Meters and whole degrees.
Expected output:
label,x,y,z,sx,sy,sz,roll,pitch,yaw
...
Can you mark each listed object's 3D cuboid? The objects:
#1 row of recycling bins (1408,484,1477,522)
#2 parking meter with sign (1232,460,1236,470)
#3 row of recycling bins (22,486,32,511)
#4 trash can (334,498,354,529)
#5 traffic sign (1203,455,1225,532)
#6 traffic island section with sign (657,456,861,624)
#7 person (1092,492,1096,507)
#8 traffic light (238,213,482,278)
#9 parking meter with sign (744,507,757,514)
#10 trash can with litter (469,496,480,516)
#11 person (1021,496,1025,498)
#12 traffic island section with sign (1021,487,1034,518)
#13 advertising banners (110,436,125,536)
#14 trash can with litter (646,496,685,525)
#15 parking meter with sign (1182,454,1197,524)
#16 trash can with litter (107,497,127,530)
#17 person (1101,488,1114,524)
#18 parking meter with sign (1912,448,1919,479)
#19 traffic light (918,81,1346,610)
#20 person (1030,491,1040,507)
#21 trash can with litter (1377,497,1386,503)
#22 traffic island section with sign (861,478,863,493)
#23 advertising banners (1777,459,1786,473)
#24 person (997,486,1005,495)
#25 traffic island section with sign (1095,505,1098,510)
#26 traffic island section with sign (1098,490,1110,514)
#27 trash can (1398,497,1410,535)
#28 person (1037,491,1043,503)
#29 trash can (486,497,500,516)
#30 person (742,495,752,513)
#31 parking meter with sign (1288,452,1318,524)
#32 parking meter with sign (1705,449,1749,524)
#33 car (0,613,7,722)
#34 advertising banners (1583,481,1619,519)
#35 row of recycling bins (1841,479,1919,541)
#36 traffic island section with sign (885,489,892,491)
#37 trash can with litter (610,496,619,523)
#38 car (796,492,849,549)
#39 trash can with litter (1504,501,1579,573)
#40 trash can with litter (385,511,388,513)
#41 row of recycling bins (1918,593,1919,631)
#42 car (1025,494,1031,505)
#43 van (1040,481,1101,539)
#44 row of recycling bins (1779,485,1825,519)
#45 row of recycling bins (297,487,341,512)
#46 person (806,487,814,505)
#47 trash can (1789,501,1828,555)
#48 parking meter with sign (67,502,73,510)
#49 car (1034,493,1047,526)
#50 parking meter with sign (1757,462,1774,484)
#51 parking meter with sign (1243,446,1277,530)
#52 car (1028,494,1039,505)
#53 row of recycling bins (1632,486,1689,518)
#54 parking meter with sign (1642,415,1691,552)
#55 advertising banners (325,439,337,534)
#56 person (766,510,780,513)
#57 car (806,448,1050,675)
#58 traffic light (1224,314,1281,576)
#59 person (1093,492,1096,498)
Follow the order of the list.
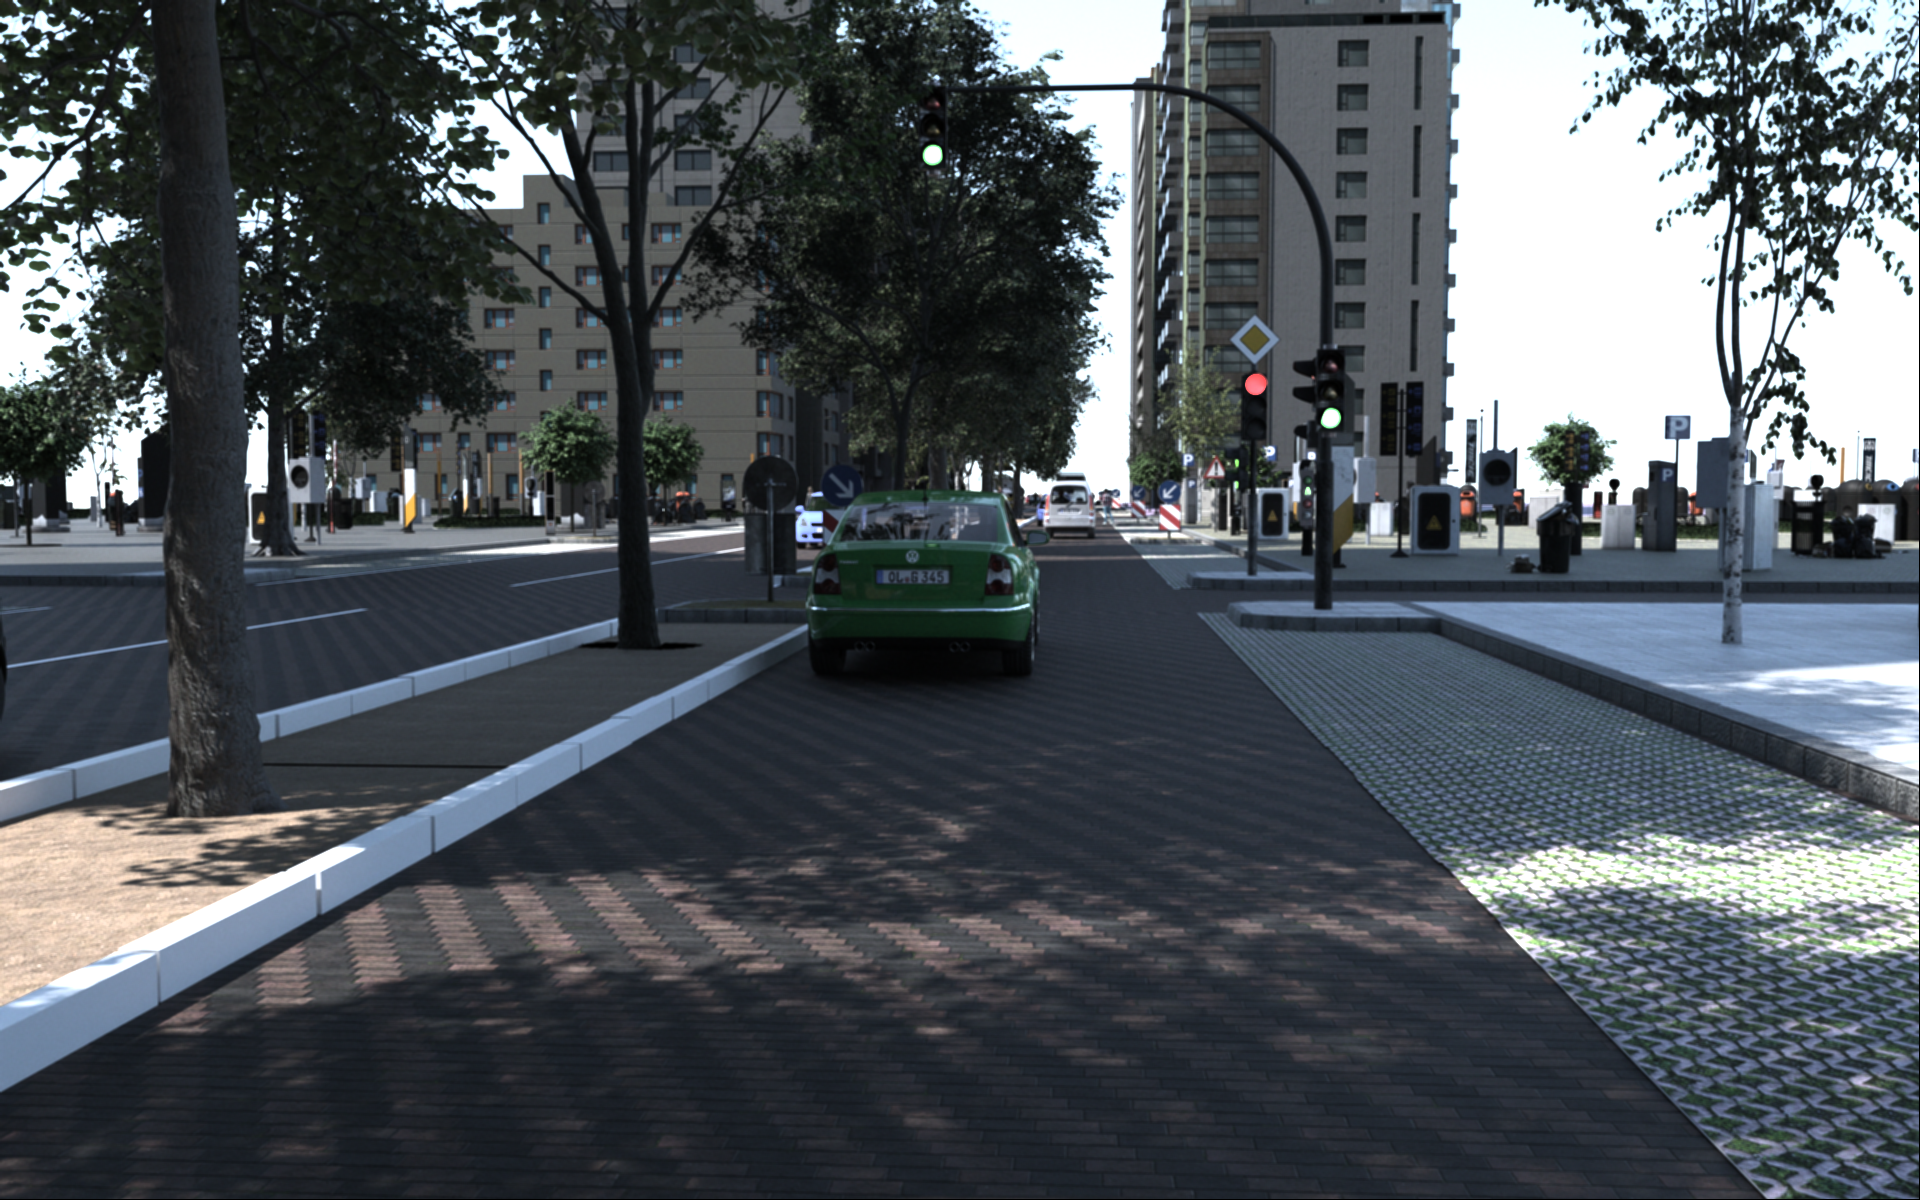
label,x,y,z,sx,sy,sz,roll,pitch,yaw
row of recycling bins,20.192,-4.005,72.601,1.069,1.692,3.534,-2,4,-32
parking meter with sign,11.516,-4.359,67.531,1.738,3.016,0.543,1,4,16
row of recycling bins,-48.774,-5.089,90.310,1.069,1.692,3.534,0,4,-1
trash can,-22.541,-3.161,63.329,0.748,1.137,0.748,0,3,0
traffic sign,8.597,-3.556,58.138,0.884,2.594,0.081,0,4,7
traffic island section with sign,-2.305,-0.727,20.030,2.006,1.907,1.989,0,4,4
person,14.816,-11.231,193.050,0.530,1.710,0.541,-2,4,-29
traffic light,-10.189,-3.277,28.254,4.771,5.953,1.251,0,4,4
parking meter with sign,-11.642,-6.335,99.839,1.738,3.016,0.543,1,4,18
trash can with litter,-23.092,-4.299,81.344,2.233,1.210,1.678,1,4,14
person,7.971,-12.662,218.706,0.628,1.438,0.799,-3,5,-43
traffic island section with sign,3.490,-5.764,102.373,2.006,1.907,1.989,0,4,4
advertising banners,-25.760,-3.471,52.936,0.090,3.025,2.074,-1,4,-18
trash can with litter,-12.565,-3.743,72.248,2.233,1.210,1.678,-1,4,-16
parking meter with sign,9.820,-4.747,73.871,0.543,3.016,1.738,0,4,0
trash can with litter,-30.174,-3.097,62.023,0.624,1.170,1.055,-2,4,-26
person,7.040,-4.491,82.760,0.563,1.720,0.643,-3,4,-37
parking meter with sign,36.597,-4.203,64.986,0.543,3.016,1.738,-1,4,-15
traffic light,1.935,-2.726,19.238,4.771,5.953,1.251,0,4,4
person,8.382,-11.265,192.698,1.348,1.821,0.705,-2,4,-31
trash can with litter,14.874,-2.961,59.800,1.055,1.170,0.624,0,4,7
traffic island section with sign,-1.776,-1.179,27.419,2.006,1.907,1.989,0,4,4
advertising banners,39.982,-5.484,85.844,2.074,3.025,0.090,-1,4,-12
person,1.929,-4.595,83.638,0.555,1.821,0.388,-1,4,-16
traffic island section with sign,13.223,-8.893,154.032,1.989,1.847,2.006,0,4,4
traffic island section with sign,11.285,-7.207,126.461,1.989,1.847,2.006,0,4,4
trash can,14.107,-2.615,54.412,0.748,1.137,0.748,0,3,0
person,9.134,-11.473,196.798,1.217,1.736,0.721,2,4,28
trash can,-23.856,-4.702,88.539,0.748,1.137,0.748,0,3,0
person,-9.270,-4.109,75.492,0.447,1.846,0.655,0,4,-3
parking meter with sign,13.790,-4.564,70.890,1.738,3.016,0.543,-2,4,-31
parking meter with sign,29.422,-4.298,66.527,1.738,3.016,0.543,-2,4,-24
car,-6.323,0.100,8.149,2.009,1.686,4.222,0,4,3
advertising banners,33.157,-5.730,89.866,2.074,3.025,0.090,0,4,-3
row of recycling bins,25.770,-2.472,47.525,3.534,1.692,1.069,0,4,-6
traffic island section with sign,-5.304,-7.312,128.185,1.989,1.847,2.006,0,4,4
trash can with litter,-15.665,-4.014,76.688,2.233,1.210,1.678,-3,5,-40
car,-3.367,-2.246,46.315,1.945,1.707,3.694,0,4,3
trash can with litter,9.462,-1.028,28.196,1.055,1.170,0.624,0,4,2
trash can with litter,-31.500,-5.174,95.986,1.055,1.170,0.624,-3,5,-39
row of recycling bins,10.080,-0.586,16.696,1.069,1.692,3.534,3,5,43
car,9.956,-14.080,239.240,2.155,1.783,4.494,0,4,4
van,3.602,-3.031,56.569,2.013,2.044,4.112,0,4,5
row of recycling bins,45.390,-5.166,91.573,3.534,1.692,1.069,-1,4,-11
row of recycling bins,-36.689,-5.591,98.522,3.534,1.692,1.069,2,4,24
person,-7.534,-4.860,88.137,0.709,1.800,0.728,3,5,40
trash can,17.812,-1.513,36.395,0.748,1.137,0.748,0,3,0
parking meter with sign,-50.602,-6.163,97.031,1.738,3.016,0.543,0,4,6
car,4.322,-4.192,78.134,1.945,1.707,3.694,0,4,2
parking meter with sign,43.939,-6.071,95.518,1.738,3.016,0.543,-1,4,-17
parking meter with sign,10.684,-4.010,61.831,0.543,3.016,1.738,3,4,36
car,9.901,-13.122,226.341,2.131,1.459,4.920,0,4,3
row of recycling bins,37.806,-5.289,93.595,1.069,1.692,3.534,-2,4,-27
parking meter with sign,15.835,-2.615,39.013,0.543,3.016,1.738,0,4,3
advertising banners,-20.429,-3.676,56.298,0.090,3.025,2.074,-2,4,-29
person,-5.304,-2.490,49.392,0.537,1.800,0.526,-1,4,-21
car,-0.208,-0.386,15.115,1.959,1.807,4.718,0,4,4
traffic light,4.588,-2.341,27.199,0.839,4.253,0.868,0,4,4
person,17.410,-13.355,227.376,1.217,1.766,0.721,-3,5,-44
